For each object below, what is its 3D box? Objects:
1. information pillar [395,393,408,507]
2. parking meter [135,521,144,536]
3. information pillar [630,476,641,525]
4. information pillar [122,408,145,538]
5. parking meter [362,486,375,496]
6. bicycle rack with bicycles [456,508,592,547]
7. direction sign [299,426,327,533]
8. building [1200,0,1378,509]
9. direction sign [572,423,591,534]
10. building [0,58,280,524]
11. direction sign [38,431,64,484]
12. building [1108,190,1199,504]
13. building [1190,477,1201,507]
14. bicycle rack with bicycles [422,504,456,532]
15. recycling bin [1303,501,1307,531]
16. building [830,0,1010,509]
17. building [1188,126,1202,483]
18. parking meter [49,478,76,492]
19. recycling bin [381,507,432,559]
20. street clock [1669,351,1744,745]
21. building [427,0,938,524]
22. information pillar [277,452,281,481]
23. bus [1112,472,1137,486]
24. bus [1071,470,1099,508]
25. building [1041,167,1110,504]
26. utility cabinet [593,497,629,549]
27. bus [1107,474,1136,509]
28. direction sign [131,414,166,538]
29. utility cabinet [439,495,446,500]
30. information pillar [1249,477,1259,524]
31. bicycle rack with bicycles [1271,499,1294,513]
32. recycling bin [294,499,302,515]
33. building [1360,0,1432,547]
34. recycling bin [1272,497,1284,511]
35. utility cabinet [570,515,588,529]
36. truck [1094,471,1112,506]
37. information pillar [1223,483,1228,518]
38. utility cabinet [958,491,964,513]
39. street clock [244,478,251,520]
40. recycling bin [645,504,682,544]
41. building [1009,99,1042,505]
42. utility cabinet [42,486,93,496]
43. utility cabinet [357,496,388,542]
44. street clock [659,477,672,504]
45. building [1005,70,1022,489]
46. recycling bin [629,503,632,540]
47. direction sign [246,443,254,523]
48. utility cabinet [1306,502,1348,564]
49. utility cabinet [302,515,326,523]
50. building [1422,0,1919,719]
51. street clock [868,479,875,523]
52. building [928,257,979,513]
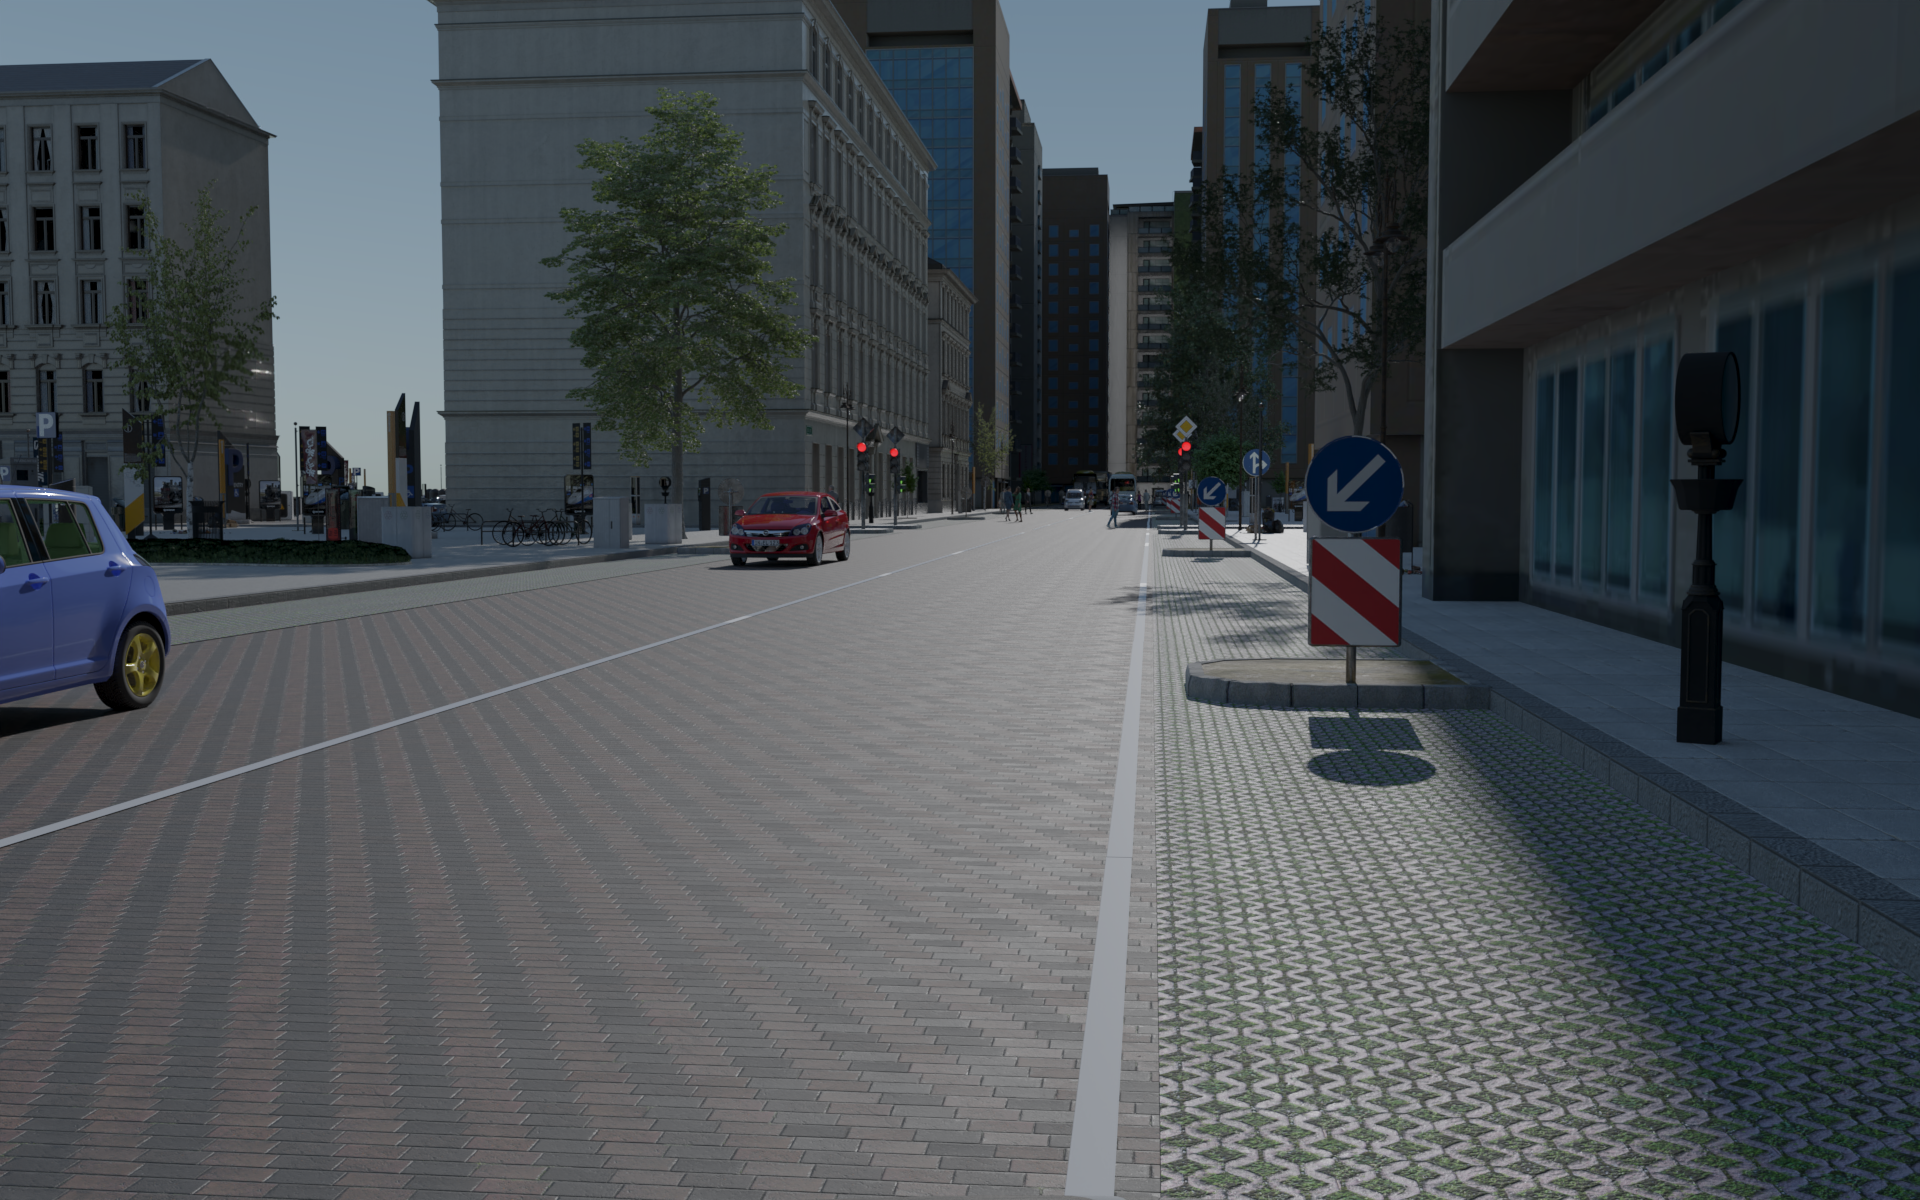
[{"bbox_3d":[-12.883,-2.973,39.958,0.183,3.616,0.504,0,4,3],"label":"information pillar"},{"bbox_3d":[-25.301,-2.741,53.219,0.372,1.533,0.369,0,3,0],"label":"parking meter"},{"bbox_3d":[-13.554,-4.149,72.328,0.304,2.012,0.304,1,4,20],"label":"information pillar"},{"bbox_3d":[-22.480,-3.408,47.082,0.504,3.616,0.183,-1,4,-12],"label":"information pillar"},{"bbox_3d":[-17.875,-2.691,52.412,0.372,1.533,0.369,0,3,0],"label":"parking meter"},{"bbox_3d":[-10.568,-1.835,43.391,2.925,0.926,2.852,-3,5,-39],"label":"bicycle rack with bicycles"},{"bbox_3d":[-21.565,-4.025,57.805,0.876,3.537,0.379,-2,4,-33],"label":"direction sign"},{"bbox_3d":[29.129,-31.043,157.657,14.600,45.320,14.200,0,4,6],"label":"building"},{"bbox_3d":[-12.028,-3.863,55.156,0.876,3.537,0.379,3,4,38],"label":"direction sign"},{"bbox_3d":[-42.480,-14.122,80.044,18.267,20.994,9.793,0,4,6],"label":"building"},{"bbox_3d":[-32.662,-4.298,62.267,0.379,3.537,0.876,2,4,35],"label":"direction sign"},{"bbox_3d":[27.238,-33.774,235.792,14.086,41.232,14.154,0,4,6],"label":"building"},{"bbox_3d":[39.891,-29.603,175.897,32.217,40.220,23.993,0,4,6],"label":"building"},{"bbox_3d":[-18.300,-2.836,59.753,2.925,0.926,2.852,1,4,11],"label":"bicycle rack with bicycles"},{"bbox_3d":[12.223,-2.863,59.364,0.722,1.027,0.722,-1,4,-11],"label":"recycling bin"},{"bbox_3d":[-3.075,-30.817,153.965,14.600,45.320,14.200,0,4,6],"label":"building"},{"bbox_3d":[37.976,-33.527,202.792,22.147,44.769,28.867,0,4,6],"label":"building"},{"bbox_3d":[-14.164,-1.159,27.366,0.372,1.533,0.369,0,3,0],"label":"parking meter"},{"bbox_3d":[-11.073,-1.353,34.669,0.722,1.027,0.722,1,4,13],"label":"recycling bin"},{"bbox_3d":[3.830,-0.265,8.910,0.358,2.002,0.471,2,4,35],"label":"street clock"},{"bbox_3d":[-12.020,-19.445,94.336,17.030,29.872,44.131,0,4,6],"label":"building"},{"bbox_3d":[-35.167,-5.989,89.281,0.504,3.616,0.183,3,5,40],"label":"information pillar"},{"bbox_3d":[17.836,-12.105,189.461,2.896,3.916,12.252,0,4,6],"label":"bus"},{"bbox_3d":[13.285,-11.755,183.737,2.896,3.916,12.252,0,4,4],"label":"bus"},{"bbox_3d":[13.138,-35.885,236.832,14.200,45.320,14.600,0,4,6],"label":"building"},{"bbox_3d":[-8.299,-1.835,41.166,1.020,1.237,0.306,3,5,40],"label":"utility cabinet"},{"bbox_3d":[15.761,-10.629,168.649,2.948,3.499,13.247,0,4,5],"label":"bus"},{"bbox_3d":[-23.124,-3.511,49.400,0.876,3.537,0.379,-2,4,-32],"label":"direction sign"},{"bbox_3d":[-32.626,-6.029,109.740,0.306,1.237,1.020,-3,5,-44],"label":"utility cabinet"},{"bbox_3d":[12.711,-4.305,74.882,0.304,2.012,0.304,-1,4,-11],"label":"information pillar"},{"bbox_3d":[22.511,-6.469,119.147,2.852,0.926,2.925,2,4,28],"label":"bicycle rack with bicycles"},{"bbox_3d":[-41.276,-5.810,107.543,0.722,1.027,0.722,-1,4,-17],"label":"recycling bin"},{"bbox_3d":[17.408,-24.235,46.349,14.600,45.320,14.200,0,4,6],"label":"building"},{"bbox_3d":[23.690,-7.120,128.965,0.722,1.027,0.722,1,4,21],"label":"recycling bin"},{"bbox_3d":[-14.043,-3.218,63.774,0.306,1.237,1.020,-2,4,-34],"label":"utility cabinet"},{"bbox_3d":[17.517,-13.965,217.247,2.839,4.237,11.283,0,4,8],"label":"truck"},{"bbox_3d":[14.406,-6.283,94.078,0.183,3.616,0.504,-1,4,-21],"label":"information pillar"},{"bbox_3d":[0.054,-6.397,113.270,0.318,1.500,1.173,0,4,5],"label":"utility cabinet"},{"bbox_3d":[-33.059,-4.630,80.273,0.358,2.002,0.471,0,4,4],"label":"street clock"},{"bbox_3d":[-7.631,-1.958,44.562,0.722,1.027,0.722,1,4,20],"label":"recycling bin"},{"bbox_3d":[-1.187,-35.911,210.850,21.600,48.544,21.300,0,4,6],"label":"building"},{"bbox_3d":[-24.035,-2.325,46.697,1.173,1.500,0.318,0,4,-6],"label":"utility cabinet"},{"bbox_3d":[-15.325,-2.108,45.629,1.020,1.237,0.306,-2,4,-25],"label":"utility cabinet"},{"bbox_3d":[-12.191,-4.104,71.665,0.471,2.002,0.358,1,4,20],"label":"street clock"},{"bbox_3d":[-5.274,-31.896,176.123,22.147,44.769,28.867,0,4,6],"label":"building"},{"bbox_3d":[-9.602,-2.180,48.205,0.722,1.027,0.722,1,4,16],"label":"recycling bin"},{"bbox_3d":[-31.574,-5.190,76.854,0.379,3.537,0.876,-2,4,-26],"label":"direction sign"},{"bbox_3d":[6.757,-1.402,31.600,0.318,1.500,1.173,3,5,41],"label":"utility cabinet"},{"bbox_3d":[-27.841,-4.030,74.569,1.173,1.500,0.318,2,4,32],"label":"utility cabinet"},{"bbox_3d":[15.198,-23.538,8.547,21.300,48.544,21.600,0,4,6],"label":"building"},{"bbox_3d":[-3.893,-4.366,75.960,0.358,2.002,0.471,0,4,8],"label":"street clock"},{"bbox_3d":[-4.858,-15.969,125.718,10.561,19.102,19.286,0,4,6],"label":"building"}]
